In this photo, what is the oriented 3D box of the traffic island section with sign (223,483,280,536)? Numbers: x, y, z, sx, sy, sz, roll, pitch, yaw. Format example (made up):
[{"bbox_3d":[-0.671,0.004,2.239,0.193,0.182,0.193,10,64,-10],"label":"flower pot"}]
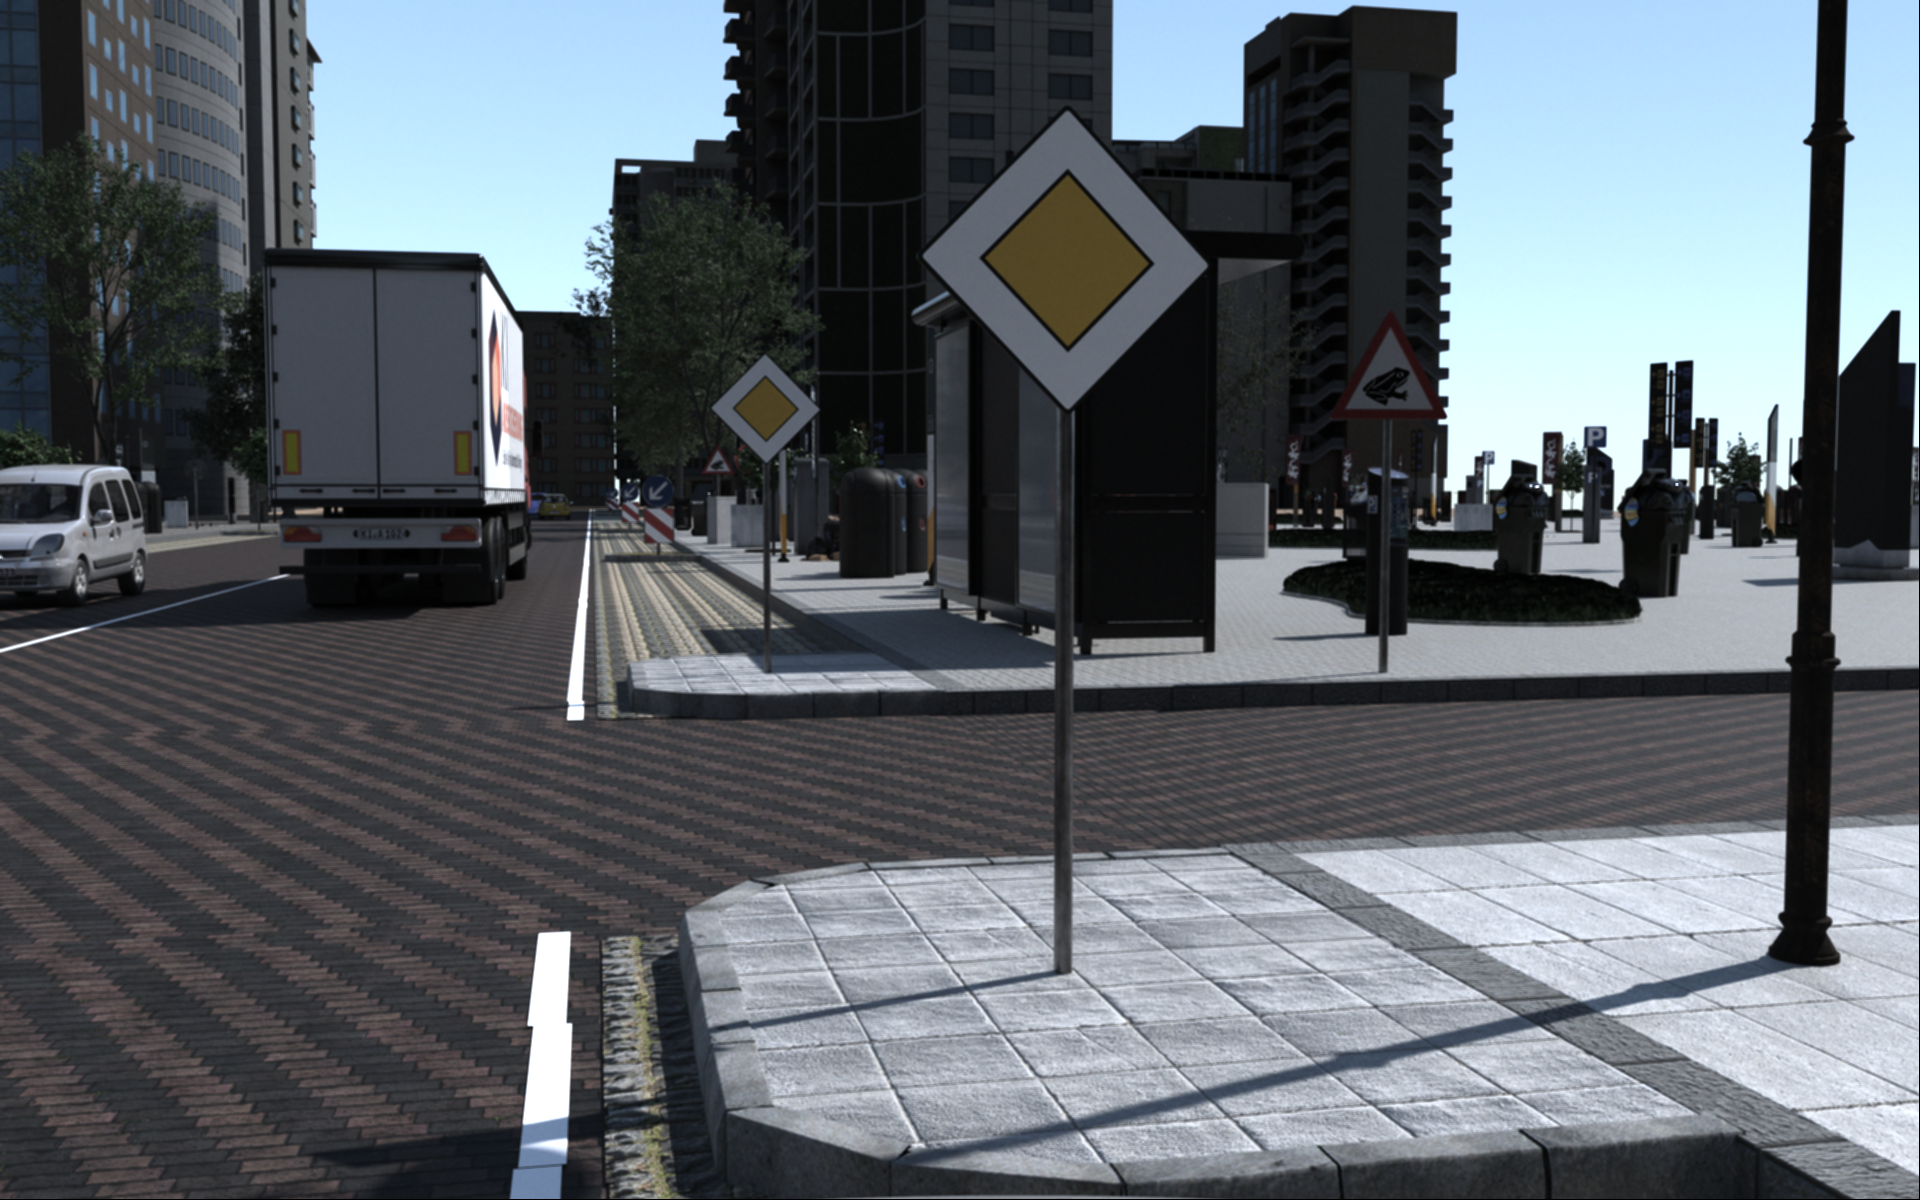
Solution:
[{"bbox_3d":[-24.442,-3.161,60.303,1.989,1.847,2.006,-1,4,-12],"label":"traffic island section with sign"}]

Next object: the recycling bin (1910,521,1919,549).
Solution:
[{"bbox_3d":[22.055,-1.718,40.638,0.722,1.027,0.722,1,4,12],"label":"recycling bin"}]

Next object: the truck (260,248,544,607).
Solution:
[{"bbox_3d":[-7.785,-2.235,25.458,2.839,4.237,11.283,-1,4,-11],"label":"truck"}]

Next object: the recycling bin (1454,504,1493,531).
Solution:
[{"bbox_3d":[13.379,-1.994,45.154,0.722,1.027,0.722,-1,4,-18],"label":"recycling bin"}]

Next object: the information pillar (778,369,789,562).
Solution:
[{"bbox_3d":[-3.351,-2.529,32.698,0.183,3.616,0.504,-1,4,-12],"label":"information pillar"}]

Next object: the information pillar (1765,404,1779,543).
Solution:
[{"bbox_3d":[21.070,-3.278,44.952,0.504,3.616,0.183,-3,5,-44],"label":"information pillar"}]

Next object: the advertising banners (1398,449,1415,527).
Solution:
[{"bbox_3d":[16.995,-4.269,65.988,0.090,3.025,2.074,0,4,-3],"label":"advertising banners"}]

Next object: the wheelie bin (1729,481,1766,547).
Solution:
[{"bbox_3d":[19.097,-2.088,42.040,0.693,1.594,0.980,0,4,4],"label":"wheelie bin"}]

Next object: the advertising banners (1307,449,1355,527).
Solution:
[{"bbox_3d":[14.199,-4.323,66.868,2.074,3.025,0.090,0,4,4],"label":"advertising banners"}]

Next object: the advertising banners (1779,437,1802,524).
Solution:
[{"bbox_3d":[25.739,-3.512,53.603,0.090,3.025,2.074,1,4,8],"label":"advertising banners"}]

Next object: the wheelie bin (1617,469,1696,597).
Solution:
[{"bbox_3d":[8.723,-0.848,21.769,0.693,1.594,0.980,3,5,43],"label":"wheelie bin"}]

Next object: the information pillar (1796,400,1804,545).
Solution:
[{"bbox_3d":[21.053,-3.154,42.915,0.183,3.616,0.504,-1,4,-21],"label":"information pillar"}]

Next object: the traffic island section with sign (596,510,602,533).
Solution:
[{"bbox_3d":[-12.288,-3.378,63.852,1.989,1.847,2.006,-1,4,-12],"label":"traffic island section with sign"}]

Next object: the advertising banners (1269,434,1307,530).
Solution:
[{"bbox_3d":[8.999,-3.333,50.678,2.074,3.025,0.090,1,4,15],"label":"advertising banners"}]

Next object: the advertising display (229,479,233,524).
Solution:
[{"bbox_3d":[-30.919,-4.173,73.444,0.123,1.923,0.974,-1,4,-23],"label":"advertising display"}]

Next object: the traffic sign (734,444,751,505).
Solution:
[{"bbox_3d":[-5.319,-2.672,43.795,0.768,2.556,0.104,-1,4,-8],"label":"traffic sign"}]

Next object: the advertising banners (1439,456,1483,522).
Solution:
[{"bbox_3d":[23.175,-5.117,79.852,2.074,3.025,0.090,1,4,9],"label":"advertising banners"}]

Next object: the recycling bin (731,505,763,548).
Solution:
[{"bbox_3d":[-5.087,-1.780,41.655,0.722,1.027,0.722,-1,4,-20],"label":"recycling bin"}]

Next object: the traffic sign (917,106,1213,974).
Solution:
[{"bbox_3d":[0.274,-0.058,4.585,0.795,2.450,0.064,-1,4,-12],"label":"traffic sign"}]

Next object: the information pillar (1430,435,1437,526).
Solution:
[{"bbox_3d":[18.902,-4.754,69.082,0.183,3.616,0.504,2,4,29],"label":"information pillar"}]

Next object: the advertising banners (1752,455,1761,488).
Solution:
[{"bbox_3d":[36.234,-4.958,77.254,2.074,3.025,0.090,3,5,39],"label":"advertising banners"}]

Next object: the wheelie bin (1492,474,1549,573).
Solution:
[{"bbox_3d":[9.099,-1.231,28.041,0.980,1.594,0.693,-3,5,-41],"label":"wheelie bin"}]

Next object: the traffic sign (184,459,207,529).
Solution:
[{"bbox_3d":[-27.772,-3.844,62.959,0.768,2.556,0.104,-1,4,-11],"label":"traffic sign"}]

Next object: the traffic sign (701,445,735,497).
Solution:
[{"bbox_3d":[-6.453,-2.828,46.238,0.884,2.594,0.081,0,4,-6],"label":"traffic sign"}]

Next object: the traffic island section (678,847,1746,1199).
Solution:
[{"bbox_3d":[0.295,1.077,4.667,2.009,0.180,2.903,-1,4,-12],"label":"traffic island section"}]

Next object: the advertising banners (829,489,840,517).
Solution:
[{"bbox_3d":[-3.702,-3.466,52.863,0.090,3.025,2.074,3,5,44],"label":"advertising banners"}]

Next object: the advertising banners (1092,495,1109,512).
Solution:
[{"bbox_3d":[1.787,-1.904,27.325,0.090,3.025,2.074,3,5,41],"label":"advertising banners"}]

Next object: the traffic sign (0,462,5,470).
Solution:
[{"bbox_3d":[-25.171,-2.748,44.926,0.884,2.594,0.081,0,4,-5],"label":"traffic sign"}]

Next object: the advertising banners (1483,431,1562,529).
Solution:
[{"bbox_3d":[15.943,-3.231,49.017,2.074,3.025,0.090,2,4,32],"label":"advertising banners"}]

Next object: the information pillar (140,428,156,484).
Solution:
[{"bbox_3d":[-28.970,-4.308,61.790,0.183,3.616,0.504,3,4,38],"label":"information pillar"}]

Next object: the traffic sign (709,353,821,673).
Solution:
[{"bbox_3d":[-1.387,-0.535,12.396,0.795,2.450,0.064,-1,4,-12],"label":"traffic sign"}]

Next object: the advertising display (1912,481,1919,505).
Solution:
[{"bbox_3d":[46.388,-4.788,83.490,0.974,1.923,0.123,0,4,-6],"label":"advertising display"}]

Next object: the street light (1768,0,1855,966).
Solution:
[{"bbox_3d":[2.336,-1.947,4.615,0.468,5.910,1.993,-1,4,-12],"label":"street light"}]

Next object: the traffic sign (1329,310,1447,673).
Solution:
[{"bbox_3d":[3.041,-0.756,12.372,0.884,2.594,0.081,-1,4,-10],"label":"traffic sign"}]

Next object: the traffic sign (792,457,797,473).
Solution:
[{"bbox_3d":[-4.125,-2.362,40.746,0.606,2.300,0.079,0,4,-6],"label":"traffic sign"}]

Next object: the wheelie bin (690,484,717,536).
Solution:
[{"bbox_3d":[-7.826,-2.760,53.033,0.980,1.594,0.693,3,4,36],"label":"wheelie bin"}]

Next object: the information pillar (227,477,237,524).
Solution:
[{"bbox_3d":[-31.335,-4.284,74.533,0.304,2.012,0.304,-1,4,-16],"label":"information pillar"}]

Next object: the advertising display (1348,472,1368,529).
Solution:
[{"bbox_3d":[11.777,-2.781,50.682,0.123,1.923,0.974,-3,5,-40],"label":"advertising display"}]

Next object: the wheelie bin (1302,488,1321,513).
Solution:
[{"bbox_3d":[18.980,-5.239,93.567,0.980,1.594,0.693,0,4,7],"label":"wheelie bin"}]

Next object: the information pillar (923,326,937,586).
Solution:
[{"bbox_3d":[-0.333,-2.000,24.061,0.183,3.616,0.504,-1,4,-23],"label":"information pillar"}]

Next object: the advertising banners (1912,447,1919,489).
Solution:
[{"bbox_3d":[35.981,-4.179,64.513,2.074,3.025,0.090,-2,4,-32],"label":"advertising banners"}]

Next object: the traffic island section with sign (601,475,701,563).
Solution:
[{"bbox_3d":[-6.574,-1.734,36.985,1.989,1.847,2.006,-1,4,-12],"label":"traffic island section with sign"}]

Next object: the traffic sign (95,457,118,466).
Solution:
[{"bbox_3d":[-28.904,-3.583,58.692,0.768,2.556,0.104,0,4,-7],"label":"traffic sign"}]
